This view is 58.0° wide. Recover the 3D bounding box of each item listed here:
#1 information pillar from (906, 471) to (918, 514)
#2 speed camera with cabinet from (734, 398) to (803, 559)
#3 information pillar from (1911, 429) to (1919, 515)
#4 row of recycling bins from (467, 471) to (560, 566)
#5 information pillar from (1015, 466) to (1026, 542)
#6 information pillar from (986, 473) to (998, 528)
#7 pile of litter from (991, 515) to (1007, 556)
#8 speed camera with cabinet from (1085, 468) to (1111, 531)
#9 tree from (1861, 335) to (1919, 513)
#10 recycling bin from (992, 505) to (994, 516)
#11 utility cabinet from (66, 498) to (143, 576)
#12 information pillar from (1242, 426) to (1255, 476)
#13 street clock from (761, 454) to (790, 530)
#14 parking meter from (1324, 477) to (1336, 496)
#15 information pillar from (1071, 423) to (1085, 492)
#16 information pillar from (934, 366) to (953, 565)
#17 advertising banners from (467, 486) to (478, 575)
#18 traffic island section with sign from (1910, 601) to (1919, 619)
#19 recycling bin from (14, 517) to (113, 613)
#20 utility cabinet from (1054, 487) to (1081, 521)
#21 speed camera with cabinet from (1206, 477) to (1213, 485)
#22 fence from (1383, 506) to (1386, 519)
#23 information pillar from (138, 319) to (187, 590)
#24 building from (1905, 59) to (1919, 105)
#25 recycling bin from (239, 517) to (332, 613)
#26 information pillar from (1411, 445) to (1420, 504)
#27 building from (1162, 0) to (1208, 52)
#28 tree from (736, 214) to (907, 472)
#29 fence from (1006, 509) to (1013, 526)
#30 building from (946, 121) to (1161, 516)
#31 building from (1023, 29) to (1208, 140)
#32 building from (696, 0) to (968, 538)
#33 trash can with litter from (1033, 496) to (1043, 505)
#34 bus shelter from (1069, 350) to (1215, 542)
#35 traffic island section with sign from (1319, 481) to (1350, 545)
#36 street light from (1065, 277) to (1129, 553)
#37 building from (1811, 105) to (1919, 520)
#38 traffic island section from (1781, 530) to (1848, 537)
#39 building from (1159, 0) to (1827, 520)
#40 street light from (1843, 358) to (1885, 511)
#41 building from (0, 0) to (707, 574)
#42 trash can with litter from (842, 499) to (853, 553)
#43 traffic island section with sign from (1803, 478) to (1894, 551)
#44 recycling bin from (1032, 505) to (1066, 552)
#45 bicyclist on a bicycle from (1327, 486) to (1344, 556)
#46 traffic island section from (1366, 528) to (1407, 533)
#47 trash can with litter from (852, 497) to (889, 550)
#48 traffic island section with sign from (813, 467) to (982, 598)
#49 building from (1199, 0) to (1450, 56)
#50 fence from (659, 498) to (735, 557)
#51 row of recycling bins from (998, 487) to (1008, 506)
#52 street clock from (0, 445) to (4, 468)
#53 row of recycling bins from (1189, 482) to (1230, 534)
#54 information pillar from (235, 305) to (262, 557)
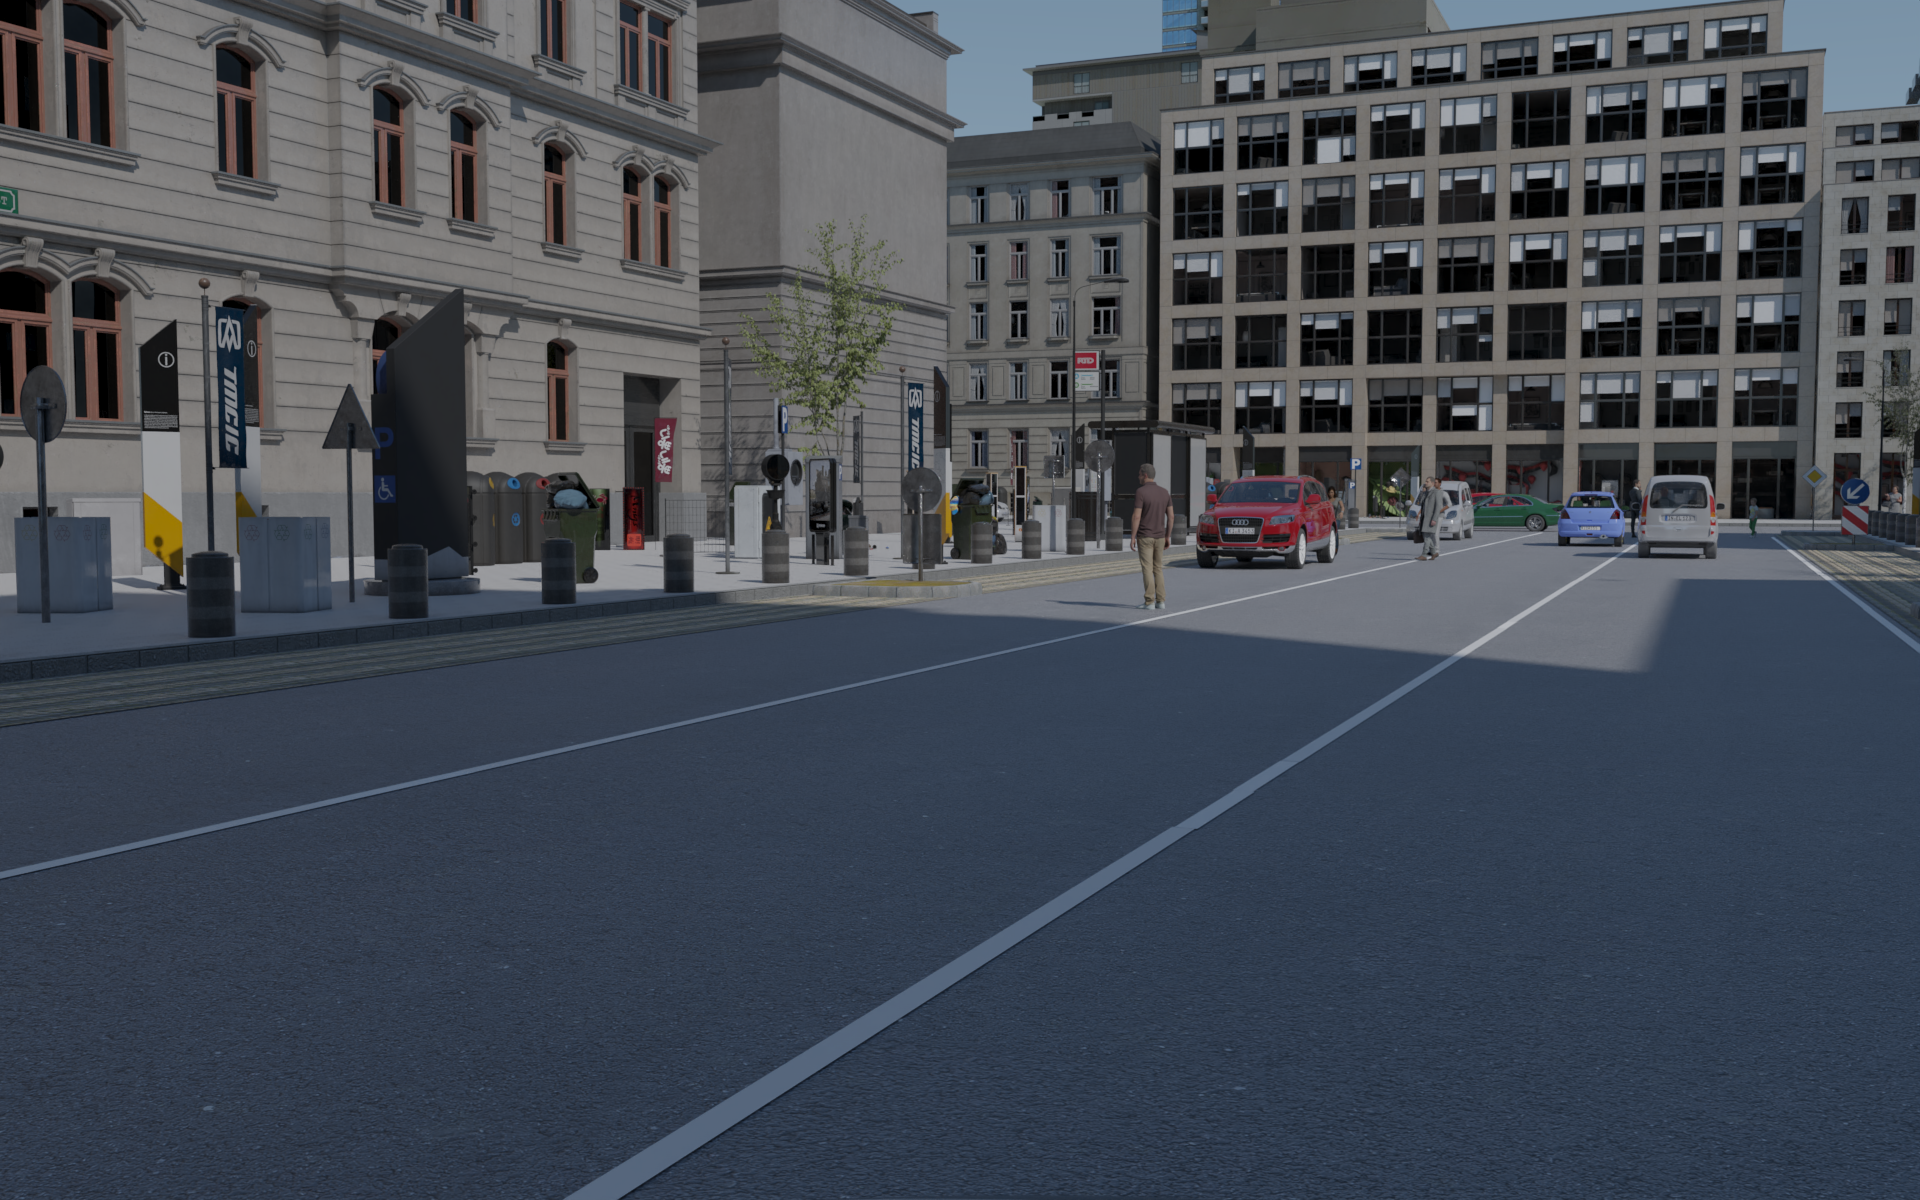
[{"bbox_3d":[-1.478,-3.055,54.442,0.304,2.012,0.304,3,5,42],"label":"information pillar"},{"bbox_3d":[-3.853,-2.489,35.025,0.660,3.252,2.038,1,4,20],"label":"speed camera with cabinet"},{"bbox_3d":[30.256,-3.861,54.478,0.504,3.616,0.183,3,5,41],"label":"information pillar"},{"bbox_3d":[-8.291,-1.538,32.262,1.069,1.692,3.534,1,4,23],"label":"row of recycling bins"},{"bbox_3d":[1.607,-2.539,45.998,0.304,2.012,0.304,0,4,3],"label":"information pillar"},{"bbox_3d":[1.100,-3.393,59.960,0.304,2.012,0.304,-3,4,-36],"label":"information pillar"},{"bbox_3d":[0.358,-1.378,36.493,1.176,0.858,1.719,3,5,39],"label":"pile of litter"},{"bbox_3d":[4.443,-4.012,59.936,0.660,3.252,2.038,-2,4,-28],"label":"speed camera with cabinet"},{"bbox_3d":[44.530,-7.988,80.962,4.360,8.622,3.978,0,3,0],"label":"tree"},{"bbox_3d":[0.358,-1.791,41.840,0.722,1.027,0.722,-2,4,-29],"label":"recycling bin"},{"bbox_3d":[-13.381,-0.974,27.093,0.306,1.237,1.020,3,5,44],"label":"utility cabinet"},{"bbox_3d":[9.941,-4.185,59.775,0.183,3.616,0.504,-3,4,-39],"label":"information pillar"},{"bbox_3d":[-3.341,-1.642,31.411,0.471,2.002,0.358,-2,4,-31],"label":"street clock"},{"bbox_3d":[13.041,-3.388,61.104,0.399,1.863,0.255,-3,5,-41],"label":"parking meter"},{"bbox_3d":[3.913,-4.037,57.361,0.504,3.616,0.183,2,4,33],"label":"information pillar"},{"bbox_3d":[-0.339,-2.456,31.512,0.183,3.616,0.504,-2,4,-29],"label":"information pillar"},{"bbox_3d":[-8.388,-1.942,27.943,2.074,3.025,0.090,3,5,44],"label":"advertising banners"},{"bbox_3d":[11.980,-0.674,19.641,1.989,1.847,2.006,2,4,23],"label":"traffic island section with sign"},{"bbox_3d":[-9.793,-0.391,18.939,0.722,1.027,0.722,0,4,1],"label":"recycling bin"},{"bbox_3d":[3.466,-2.941,56.769,0.318,1.500,1.173,-2,4,-35],"label":"utility cabinet"},{"bbox_3d":[14.110,-6.139,94.708,2.038,3.252,0.660,2,4,24],"label":"speed camera with cabinet"},{"bbox_3d":[22.022,-4.564,89.993,0.278,0.683,2.069,1,4,11],"label":"fence"},{"bbox_3d":[-10.636,-1.941,23.085,0.504,3.616,0.183,-3,5,-40],"label":"information pillar"},{"bbox_3d":[105.718,-33.675,170.201,23.786,49.044,30.456,2,4,23],"label":"building"},{"bbox_3d":[-7.399,-0.395,19.016,0.722,1.027,0.722,0,4,7],"label":"recycling bin"},{"bbox_3d":[21.795,-5.601,82.936,0.183,3.616,0.504,-2,4,-27],"label":"information pillar"},{"bbox_3d":[44.201,-58.530,269.628,31.000,86.520,22.319,2,4,23],"label":"building"},{"bbox_3d":[-3.407,-5.810,45.359,4.737,8.622,4.395,0,3,0],"label":"tree"},{"bbox_3d":[2.876,-3.350,70.153,2.069,0.683,0.278,1,4,22],"label":"fence"},{"bbox_3d":[0.400,-17.062,112.240,30.059,22.955,16.112,2,4,23],"label":"building"},{"bbox_3d":[23.491,-37.846,208.019,27.495,52.752,28.713,2,4,23],"label":"building"},{"bbox_3d":[-13.385,-13.321,59.607,24.055,21.916,13.314,2,4,23],"label":"building"},{"bbox_3d":[7.089,-8.883,156.618,1.055,1.170,0.624,3,4,37],"label":"trash can with litter"},{"bbox_3d":[5.214,-4.462,50.589,2.179,5.291,8.768,2,4,24],"label":"bus shelter"},{"bbox_3d":[10.105,-2.510,49.659,1.989,1.847,2.006,2,4,23],"label":"traffic island section with sign"},{"bbox_3d":[2.972,-3.971,37.463,1.470,5.913,1.316,2,4,23],"label":"street light"},{"bbox_3d":[52.120,-14.184,86.652,16.860,20.320,10.420,2,4,23],"label":"building"},{"bbox_3d":[29.445,-2.291,59.743,2.009,0.180,2.903,2,4,23],"label":"traffic island section"},{"bbox_3d":[30.916,-18.172,101.625,34.151,26.468,19.350,2,4,23],"label":"building"},{"bbox_3d":[30.735,-5.282,58.908,1.470,5.913,1.316,2,4,23],"label":"street light"},{"bbox_3d":[-17.074,-15.380,38.845,14.401,28.519,23.554,2,4,23],"label":"building"},{"bbox_3d":[-2.621,-1.594,37.451,0.624,1.170,1.055,0,4,-5],"label":"trash can with litter"},{"bbox_3d":[22.761,-2.188,44.394,1.989,1.847,2.006,2,4,23],"label":"traffic island section with sign"},{"bbox_3d":[1.991,-1.605,38.803,0.722,1.027,0.722,0,4,1],"label":"recycling bin"},{"bbox_3d":[8.477,-1.808,39.582,1.499,1.676,1.625,2,4,25],"label":"bicyclist on a bicycle"},{"bbox_3d":[16.574,-2.634,65.346,2.009,0.180,2.903,2,4,23],"label":"traffic island section"},{"bbox_3d":[-2.493,-1.783,40.205,1.678,1.210,2.233,0,4,0],"label":"trash can with litter"},{"bbox_3d":[-0.770,-0.985,24.735,1.989,1.847,2.006,2,4,23],"label":"traffic island section with sign"},{"bbox_3d":[34.864,-33.113,165.106,21.300,48.544,21.600,2,4,23],"label":"building"},{"bbox_3d":[-5.050,-1.504,35.801,2.264,1.192,0.480,-1,4,-23],"label":"fence"},{"bbox_3d":[1.328,-5.440,96.064,1.069,1.692,3.534,-3,5,-41],"label":"row of recycling bins"},{"bbox_3d":[-12.534,-1.081,22.241,0.471,2.002,0.358,1,4,14],"label":"street clock"},{"bbox_3d":[8.395,-3.075,57.397,3.534,1.692,1.069,-3,4,-39],"label":"row of recycling bins"},{"bbox_3d":[-8.756,-1.831,21.299,0.183,3.616,0.504,0,4,6],"label":"information pillar"}]
